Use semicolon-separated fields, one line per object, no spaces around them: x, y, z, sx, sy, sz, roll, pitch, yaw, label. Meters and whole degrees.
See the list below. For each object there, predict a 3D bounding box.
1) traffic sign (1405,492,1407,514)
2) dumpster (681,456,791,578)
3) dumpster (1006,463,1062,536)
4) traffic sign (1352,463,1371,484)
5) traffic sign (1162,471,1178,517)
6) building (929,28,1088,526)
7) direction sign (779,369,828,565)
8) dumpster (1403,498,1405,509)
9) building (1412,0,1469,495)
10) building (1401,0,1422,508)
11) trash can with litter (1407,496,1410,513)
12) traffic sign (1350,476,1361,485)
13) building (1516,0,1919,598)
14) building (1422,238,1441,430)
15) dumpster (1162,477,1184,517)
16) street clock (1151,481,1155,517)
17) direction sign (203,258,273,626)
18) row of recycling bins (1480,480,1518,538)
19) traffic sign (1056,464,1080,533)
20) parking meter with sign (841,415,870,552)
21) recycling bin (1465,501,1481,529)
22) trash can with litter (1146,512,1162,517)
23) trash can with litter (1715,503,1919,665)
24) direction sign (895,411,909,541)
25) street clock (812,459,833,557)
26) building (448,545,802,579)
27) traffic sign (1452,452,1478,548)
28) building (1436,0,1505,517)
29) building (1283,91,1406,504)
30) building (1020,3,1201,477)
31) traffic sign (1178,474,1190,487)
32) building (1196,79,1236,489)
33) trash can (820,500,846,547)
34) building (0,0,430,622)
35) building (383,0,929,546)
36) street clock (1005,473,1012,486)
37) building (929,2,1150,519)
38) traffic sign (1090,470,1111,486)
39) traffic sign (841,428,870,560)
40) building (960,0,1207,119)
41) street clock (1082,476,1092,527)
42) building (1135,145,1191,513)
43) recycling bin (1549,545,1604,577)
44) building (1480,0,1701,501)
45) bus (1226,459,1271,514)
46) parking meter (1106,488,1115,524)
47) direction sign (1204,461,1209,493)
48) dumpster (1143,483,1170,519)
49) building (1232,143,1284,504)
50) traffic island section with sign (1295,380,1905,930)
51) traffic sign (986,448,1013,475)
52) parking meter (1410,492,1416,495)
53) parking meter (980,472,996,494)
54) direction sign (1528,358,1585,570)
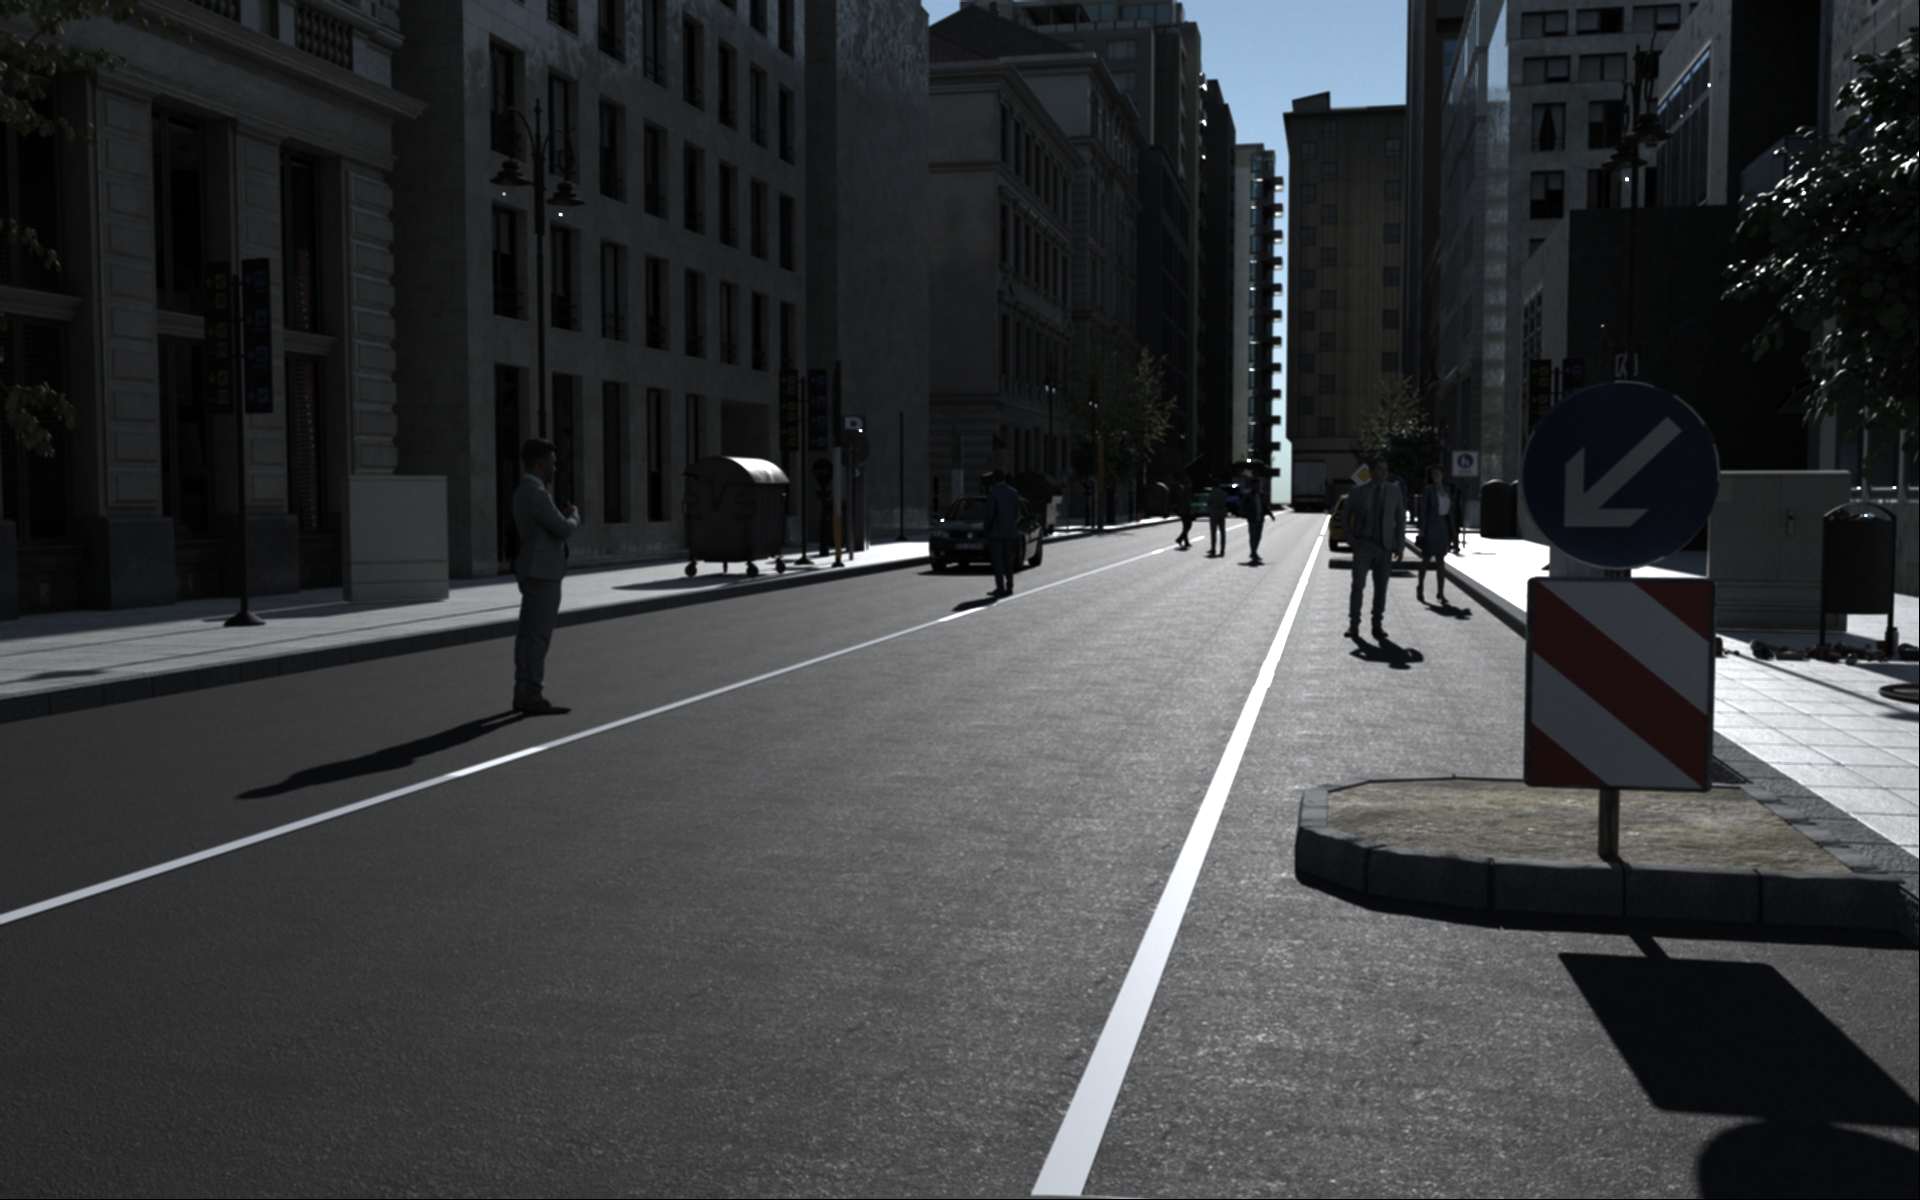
21.417;-5.080;83.171;0.768;2.556;0.104;1;4;15;traffic sign
-3.542;-1.320;27.347;1.264;1.857;1.865;1;4;12;dumpster
2.279;-3.130;53.668;1.502;2.255;1.985;1;4;12;dumpster
12.895;-3.158;55.273;0.795;2.450;0.064;1;4;12;traffic sign
11.609;-5.861;95.830;0.884;2.594;0.081;1;4;16;traffic sign
-1.366;-14.900;79.779;11.583;22.565;21.152;1;4;12;building
-2.844;-2.416;31.505;0.876;3.537;0.379;0;4;3;direction sign
23.963;-5.492;95.561;1.264;1.857;1.865;1;4;12;dumpster
46.419;-30.493;148.669;14.600;45.320;14.200;1;4;12;building
54.006;-38.305;168.279;21.231;58.520;28.212;1;4;12;building
30.418;-6.416;116.280;0.624;1.170;1.055;3;4;36;trash can with litter
14.598;-3.635;63.075;0.795;2.450;0.064;1;4;12;traffic sign
23.634;-43.859;29.760;22.319;86.520;31.000;1;4;12;building
39.333;-17.578;123.559;11.583;22.565;21.152;1;4;12;building
11.997;-5.857;98.255;1.502;2.255;1.985;1;4;12;dumpster
10.926;-5.731;98.269;0.358;2.002;0.471;0;4;5;street clock
-7.014;-1.522;16.881;0.876;3.537;0.379;2;4;26;direction sign
17.122;-2.734;51.812;3.534;1.692;1.069;-2;4;-25;row of recycling bins
3.574;-3.283;57.321;0.795;2.450;0.064;1;4;12;traffic sign
-2.327;-2.628;39.232;0.543;3.016;1.738;0;4;2;parking meter with sign
19.237;-3.169;64.368;0.722;1.027;0.722;0;4;3;recycling bin
10.800;-5.215;96.645;1.055;1.170;0.624;2;4;24;trash can with litter
6.679;-0.165;13.761;2.233;1.210;1.678;1;4;8;trash can with litter
-1.608;-3.410;47.756;0.379;3.537;0.876;0;4;1;direction sign
-2.791;-1.896;35.563;0.471;2.002;0.358;0;4;-1;street clock
-10.596;-11.005;34.680;10.420;20.320;16.860;1;4;12;building
11.901;-2.368;40.844;0.606;2.300;0.079;1;4;17;traffic sign
33.749;-19.635;98.528;11.434;29.767;29.804;1;4;12;building
57.696;-39.402;233.460;27.495;52.752;28.713;1;4;12;building
12.704;-28.351;147.138;14.154;41.232;14.086;1;4;12;building
14.038;-6.644;108.727;0.768;2.556;0.104;1;4;21;traffic sign
20.712;-35.366;201.933;21.600;48.544;21.300;1;4;12;building
-3.038;-1.860;42.067;0.748;1.137;0.748;0;3;0;trash can
-14.648;-11.460;16.243;11.050;23.489;19.941;1;4;12;building
-10.315;-12.065;52.021;16.860;20.320;10.420;1;4;12;building
1.432;-3.157;56.181;0.471;2.002;0.358;-2;4;-34;street clock
2.984;-19.229;101.782;14.401;28.519;23.554;1;4;12;building
5.277;-3.760;65.123;0.795;2.450;0.064;1;4;12;traffic sign
-2.115;-2.047;33.581;0.768;2.556;0.104;1;4;18;traffic sign
12.380;-33.692;170.473;23.786;49.044;30.456;1;4;12;building
5.039;-3.902;68.368;0.471;2.002;0.358;0;3;0;street clock
8.607;-20.318;125.700;14.314;27.812;24.014;1;4;12;building
8.872;-0.735;24.566;0.722;1.027;0.722;-2;4;-31;recycling bin
29.732;-13.038;67.929;16.860;20.320;10.420;1;4;12;building
21.057;-8.199;125.593;2.896;3.916;12.252;1;4;12;bus
6.417;-3.994;73.710;0.372;1.533;0.369;0;3;0;parking meter
16.767;-7.766;118.963;0.379;3.537;0.876;-3;5;-42;direction sign
10.292;-5.200;90.785;1.264;1.857;1.865;1;4;12;dumpster
28.536;-37.734;236.559;30.456;49.044;23.786;1;4;12;building
2.352;0.111;6.821;1.989;1.847;2.006;1;4;12;traffic island section with sign
1.105;-2.953;48.389;0.768;2.556;0.104;1;4;13;traffic sign
26.313;-5.636;100.564;0.372;1.533;0.369;0;3;0;parking meter
0.746;-2.449;45.748;0.399;1.863;0.255;-3;5;-39;parking meter
9.996;-2.269;29.102;0.876;3.537;0.379;2;4;30;direction sign
